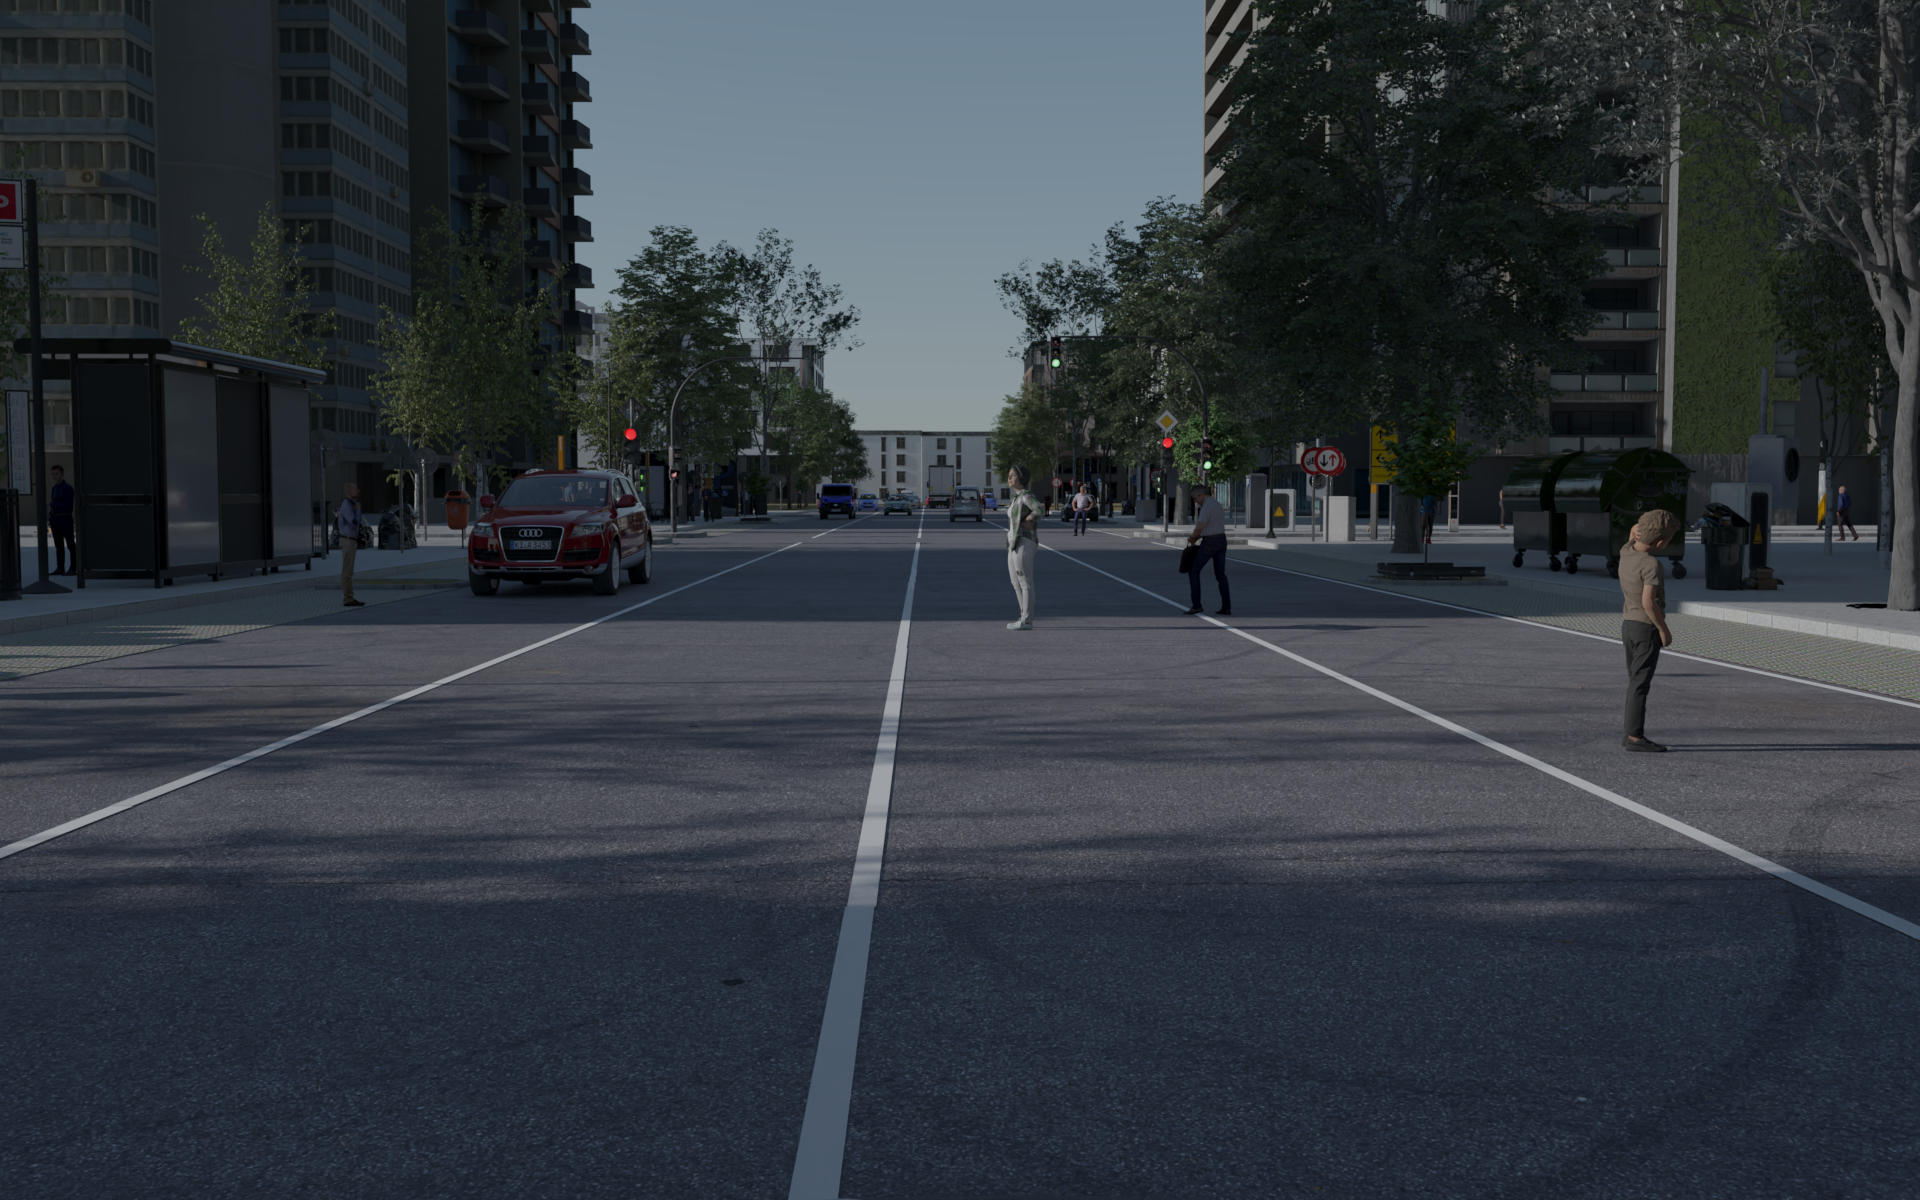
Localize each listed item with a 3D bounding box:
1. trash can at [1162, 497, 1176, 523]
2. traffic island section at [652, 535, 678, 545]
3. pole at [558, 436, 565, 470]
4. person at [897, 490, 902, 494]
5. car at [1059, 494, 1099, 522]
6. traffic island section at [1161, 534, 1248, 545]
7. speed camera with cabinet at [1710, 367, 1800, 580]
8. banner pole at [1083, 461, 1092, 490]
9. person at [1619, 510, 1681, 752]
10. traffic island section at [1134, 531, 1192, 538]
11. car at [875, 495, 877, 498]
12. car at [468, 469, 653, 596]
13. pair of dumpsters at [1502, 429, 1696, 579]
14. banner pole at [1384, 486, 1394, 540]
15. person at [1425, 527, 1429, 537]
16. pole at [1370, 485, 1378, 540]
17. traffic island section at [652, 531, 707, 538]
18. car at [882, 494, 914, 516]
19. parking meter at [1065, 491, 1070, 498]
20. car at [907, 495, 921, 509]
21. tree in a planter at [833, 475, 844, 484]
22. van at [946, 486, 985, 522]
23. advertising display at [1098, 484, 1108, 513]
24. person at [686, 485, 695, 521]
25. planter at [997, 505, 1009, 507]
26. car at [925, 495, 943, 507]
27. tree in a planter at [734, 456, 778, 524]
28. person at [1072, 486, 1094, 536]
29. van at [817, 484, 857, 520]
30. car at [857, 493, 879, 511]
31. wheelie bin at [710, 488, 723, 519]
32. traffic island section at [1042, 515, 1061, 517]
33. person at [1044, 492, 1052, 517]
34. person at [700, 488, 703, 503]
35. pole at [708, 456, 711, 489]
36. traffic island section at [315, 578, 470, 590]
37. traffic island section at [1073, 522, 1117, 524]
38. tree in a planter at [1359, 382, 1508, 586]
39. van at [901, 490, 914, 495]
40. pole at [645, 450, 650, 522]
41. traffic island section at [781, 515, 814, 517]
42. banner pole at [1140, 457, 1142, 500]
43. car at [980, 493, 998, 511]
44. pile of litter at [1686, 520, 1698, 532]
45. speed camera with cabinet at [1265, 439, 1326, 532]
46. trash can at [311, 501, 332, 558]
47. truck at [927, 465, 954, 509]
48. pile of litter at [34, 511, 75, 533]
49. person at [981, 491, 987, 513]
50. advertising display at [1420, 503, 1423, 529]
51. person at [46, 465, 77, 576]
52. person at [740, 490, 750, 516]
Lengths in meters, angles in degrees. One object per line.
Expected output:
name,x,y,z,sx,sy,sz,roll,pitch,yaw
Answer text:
trash can,9.401,-4.015,77.291,0.748,1.137,0.748,0,3,0
traffic island section,-9.373,-1.673,49.631,2.009,0.180,2.903,0,4,-1
pole,-13.963,-4.092,60.754,0.158,3.312,0.155,0,3,0
person,-4.645,-7.524,131.958,0.683,1.767,0.568,2,4,27
car,6.112,-4.815,88.505,2.009,1.686,4.222,0,4,0
traffic island section,7.066,-1.692,49.948,2.009,0.180,2.903,0,4,-1
speed camera with cabinet,12.215,-1.971,26.562,2.038,3.252,0.660,-3,5,-44
banner pole,9.586,-8.633,131.171,0.863,3.779,0.401,-1,4,-16
person,3.836,0.167,9.684,0.340,1.345,0.435,-1,4,-18
traffic island section,6.909,-2.180,57.931,2.009,0.180,2.903,0,4,-1
car,-9.421,-10.420,180.159,2.009,1.686,4.222,0,4,-1
car,-5.928,-1.069,26.143,2.281,1.827,5.304,0,4,-2
pair of dumpsters,10.271,-1.564,28.061,1.574,2.255,4.437,0,4,-1
banner pole,12.264,-3.561,48.234,0.863,3.779,0.401,0,4,5
person,15.071,-2.789,55.975,0.662,1.594,0.647,0,4,3
pole,11.600,-3.339,48.439,0.158,3.312,0.155,0,3,0
traffic island section,-9.529,-2.161,57.614,2.009,0.180,2.903,0,4,-1
car,-4.162,-6.402,116.466,2.131,1.459,4.920,0,4,0
parking meter,7.962,-7.317,128.043,0.372,1.533,0.369,0,3,0
car,-4.833,-9.694,170.864,2.083,1.381,4.827,0,4,0
tree in a planter,-11.207,-9.917,159.359,1.991,3.239,1.994,0,4,-1
van,0.299,-5.078,90.031,2.013,2.044,4.112,0,4,-1
advertising display,9.267,-6.529,111.968,0.123,1.923,0.974,-2,4,-29
person,-12.815,-4.553,81.283,0.742,1.727,0.445,-2,4,-23
planter,4.374,-10.133,186.813,1.991,0.319,1.994,0,4,-1
car,-2.847,-11.321,194.143,2.155,1.783,4.494,0,3,0
tree in a planter,-9.682,-5.206,82.344,1.991,3.239,1.994,0,4,-1
person,4.155,-3.035,59.068,0.756,1.711,0.436,2,4,27
van,-6.967,-5.787,99.004,2.240,2.365,5.245,0,4,-1
car,-7.810,-8.413,147.135,1.945,1.707,3.694,0,4,-3
wheelie bin,-12.508,-4.934,88.584,0.693,1.594,0.980,-1,4,-18
traffic island section,5.897,-5.314,109.750,1.991,0.108,1.994,0,4,-1
person,5.417,-5.865,106.668,0.482,1.546,0.388,0,4,7
person,-18.329,-7.052,122.281,0.756,1.711,0.436,-3,5,-41
pole,-13.256,-5.975,91.538,0.158,3.312,0.155,0,3,0
traffic island section,-8.599,-0.233,26.675,1.991,0.108,1.994,0,4,-1
traffic island section,6.416,-3.666,82.812,1.991,0.108,1.994,0,4,-1
tree in a planter,7.497,-1.868,27.759,1.991,3.239,1.994,0,4,-1
van,-5.776,-11.187,189.913,2.013,2.044,4.112,0,4,-3
pole,-14.530,-5.302,80.532,0.158,3.312,0.155,0,3,0
traffic island section,-10.218,-5.291,109.377,1.991,0.108,1.994,0,4,-1
banner pole,8.903,-5.820,85.180,0.401,3.779,0.863,1,4,10
car,2.300,-8.516,148.829,1.945,1.707,3.694,0,4,-2
pile of litter,23.942,-2.714,58.342,1.719,0.858,1.176,2,4,26
speed camera with cabinet,11.450,-3.948,58.882,2.038,3.252,0.660,1,4,15
trash can,-13.084,-1.428,35.009,0.748,1.137,0.748,0,3,0
truck,-1.905,-11.253,172.893,2.839,4.237,11.283,0,4,-1
pile of litter,-29.890,-2.675,57.698,1.719,0.858,1.176,0,4,3
person,1.752,-7.203,127.722,0.517,1.644,0.566,2,4,32
advertising display,15.105,-3.178,57.177,0.974,1.923,0.123,-1,4,-19
person,-14.166,-1.250,27.185,0.576,1.737,0.504,1,4,21
person,-12.580,-5.827,102.029,0.841,1.734,0.376,0,4,7
